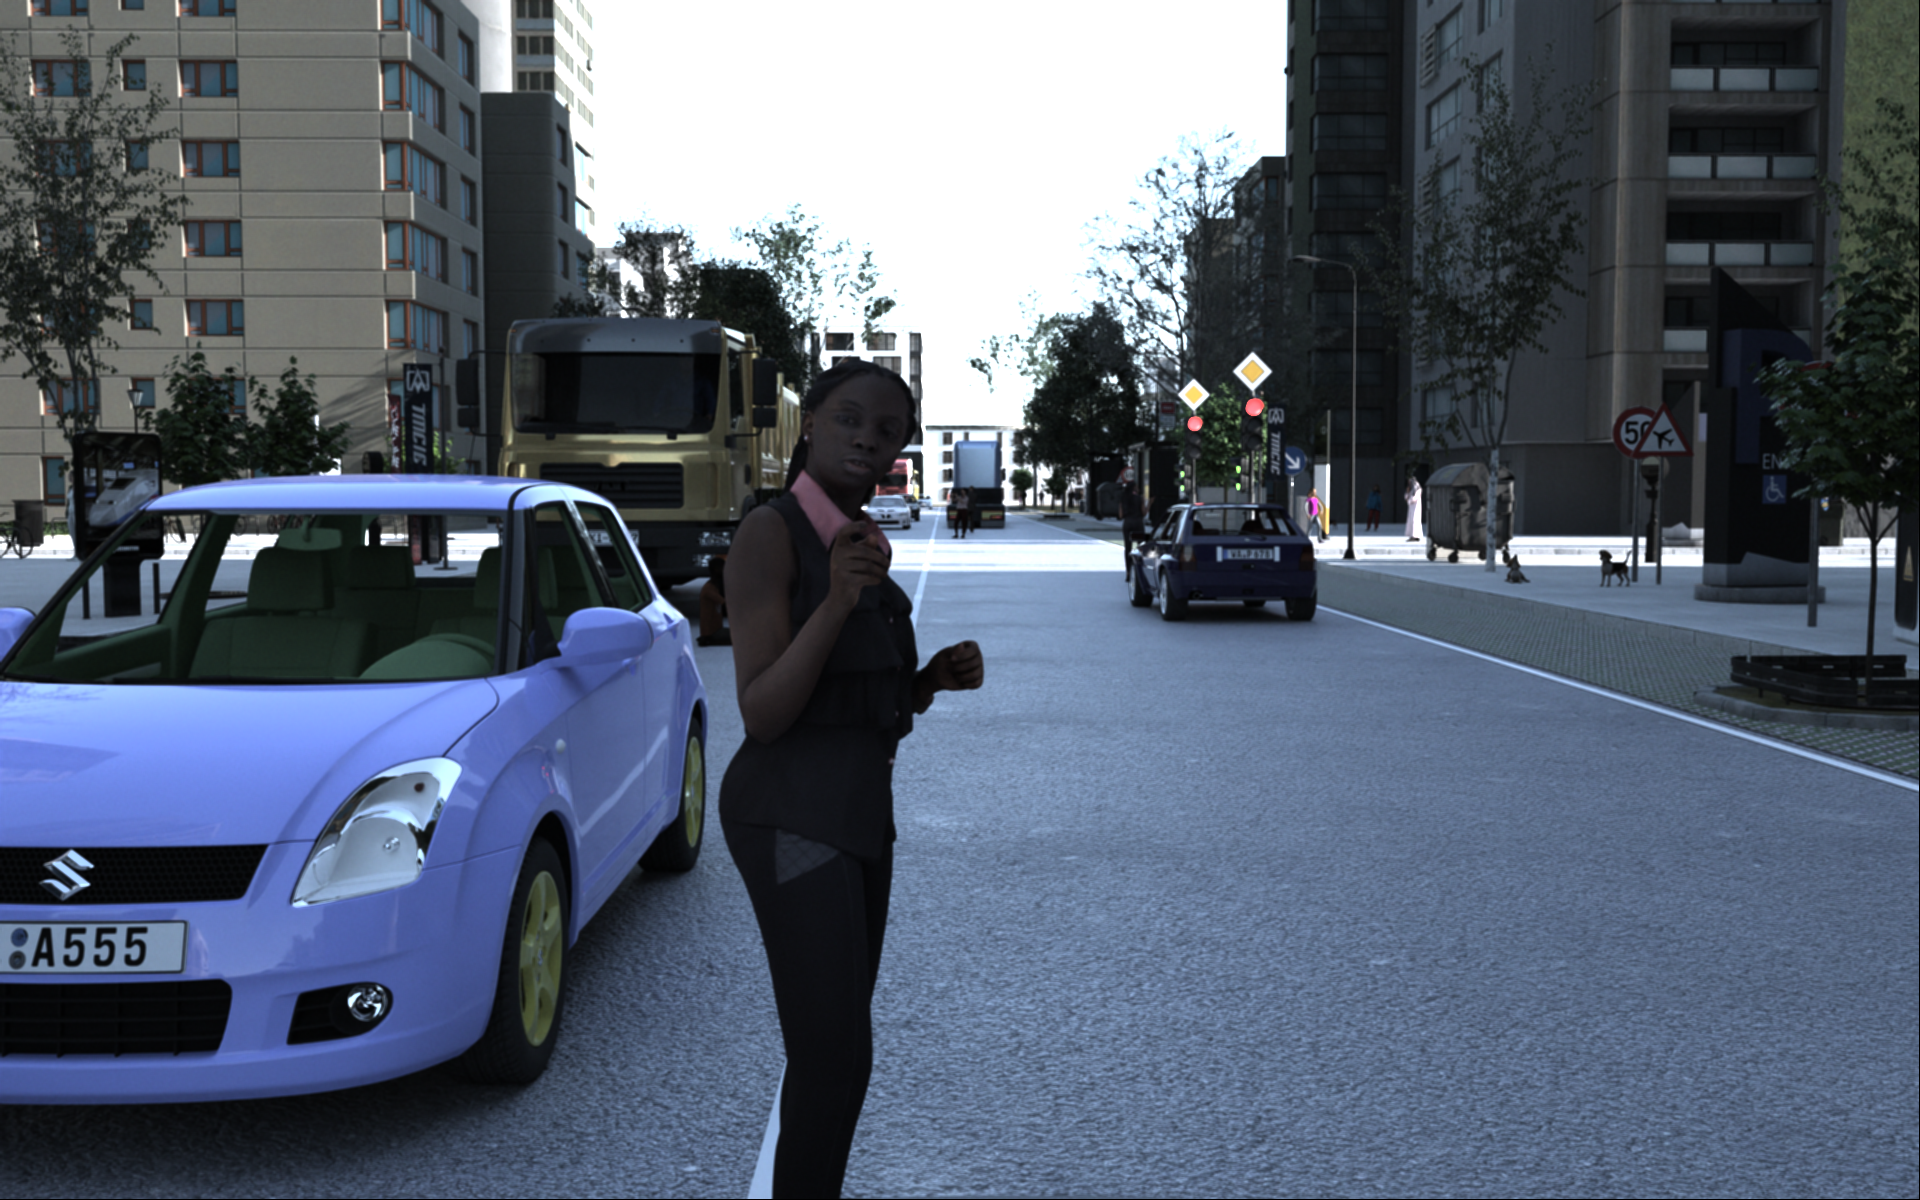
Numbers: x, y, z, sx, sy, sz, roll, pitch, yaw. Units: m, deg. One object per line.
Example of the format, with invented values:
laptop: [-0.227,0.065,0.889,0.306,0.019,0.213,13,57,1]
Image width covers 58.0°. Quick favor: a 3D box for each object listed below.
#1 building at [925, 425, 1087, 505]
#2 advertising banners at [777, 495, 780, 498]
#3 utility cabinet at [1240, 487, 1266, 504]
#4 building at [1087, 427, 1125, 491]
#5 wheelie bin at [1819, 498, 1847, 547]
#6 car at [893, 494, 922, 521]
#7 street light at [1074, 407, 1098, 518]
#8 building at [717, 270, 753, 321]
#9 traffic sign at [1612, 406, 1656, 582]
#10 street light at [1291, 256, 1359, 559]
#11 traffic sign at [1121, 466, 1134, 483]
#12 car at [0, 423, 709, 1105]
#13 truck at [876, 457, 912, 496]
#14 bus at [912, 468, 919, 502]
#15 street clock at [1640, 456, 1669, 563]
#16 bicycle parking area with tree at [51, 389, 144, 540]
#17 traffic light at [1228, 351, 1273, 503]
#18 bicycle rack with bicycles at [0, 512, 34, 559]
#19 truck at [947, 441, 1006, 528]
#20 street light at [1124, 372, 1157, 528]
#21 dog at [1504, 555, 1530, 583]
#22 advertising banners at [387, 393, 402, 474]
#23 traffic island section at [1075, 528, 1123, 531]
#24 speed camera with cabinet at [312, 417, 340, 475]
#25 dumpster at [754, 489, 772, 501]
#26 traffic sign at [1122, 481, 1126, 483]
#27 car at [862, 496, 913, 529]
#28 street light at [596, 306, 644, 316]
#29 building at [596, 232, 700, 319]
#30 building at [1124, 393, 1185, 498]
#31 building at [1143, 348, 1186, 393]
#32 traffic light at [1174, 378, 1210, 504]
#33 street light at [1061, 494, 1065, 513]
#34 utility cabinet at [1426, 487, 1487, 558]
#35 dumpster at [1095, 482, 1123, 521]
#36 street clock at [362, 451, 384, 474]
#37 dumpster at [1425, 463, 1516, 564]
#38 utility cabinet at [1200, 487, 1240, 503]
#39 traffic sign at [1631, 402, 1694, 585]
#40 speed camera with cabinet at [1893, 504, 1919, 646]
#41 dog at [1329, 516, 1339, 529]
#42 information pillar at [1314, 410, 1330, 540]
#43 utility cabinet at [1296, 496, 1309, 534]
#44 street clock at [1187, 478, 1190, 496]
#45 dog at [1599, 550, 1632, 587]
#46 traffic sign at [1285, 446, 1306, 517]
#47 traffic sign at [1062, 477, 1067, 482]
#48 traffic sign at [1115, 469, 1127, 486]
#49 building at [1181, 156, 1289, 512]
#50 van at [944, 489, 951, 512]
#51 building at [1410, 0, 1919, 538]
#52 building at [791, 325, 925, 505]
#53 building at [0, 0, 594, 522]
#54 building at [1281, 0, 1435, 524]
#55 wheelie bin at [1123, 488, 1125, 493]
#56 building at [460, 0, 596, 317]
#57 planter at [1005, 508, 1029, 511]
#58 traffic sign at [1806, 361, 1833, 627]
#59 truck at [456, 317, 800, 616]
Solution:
building: [9.718,-16.626,213.985,28.070,9.664,9.099,0,4,-1]
advertising banners: [-10.248,-6.125,96.337,2.074,3.025,0.090,0,4,4]
utility cabinet: [9.734,-3.042,58.419,1.173,1.500,0.318,1,4,10]
building: [18.566,-14.035,171.625,9.099,9.664,28.070,0,4,-1]
wheelie bin: [21.392,-2.114,42.479,0.693,1.594,0.980,2,4,31]
car: [-3.031,-5.084,92.914,2.009,1.686,4.222,0,4,-2]
street light: [6.730,-7.310,92.057,1.470,5.913,1.316,0,4,-1]
building: [-34.964,-20.008,171.104,32.646,21.610,27.936,0,4,-1]
traffic sign: [9.850,-1.535,25.207,0.768,2.556,0.104,0,4,3]
street light: [7.155,-3.756,33.959,1.470,5.913,1.316,0,4,-1]
traffic sign: [7.785,-4.863,79.623,0.768,2.556,0.104,1,4,8]
car: [-1.842,0.261,5.328,1.945,1.707,3.694,0,4,0]
truck: [-4.997,-8.737,131.758,2.839,4.237,11.283,0,4,0]
bus: [-5.093,-9.933,153.955,2.896,3.916,12.252,0,4,0]
street clock: [12.956,-1.699,32.353,0.358,2.002,0.471,-2,4,-30]
bicycle parking area with tree: [-20.936,-3.823,49.508,8.231,4.147,9.016,-3,5,-40]
traffic light: [5.736,-2.771,34.229,0.839,4.253,0.868,0,4,-1]
bicycle rack with bicycles: [-19.547,-1.254,33.893,2.852,0.926,2.925,2,4,28]
truck: [0.778,-5.592,81.188,2.967,4.110,18.799,0,4,1]
street light: [6.948,-5.725,66.142,1.470,5.913,1.316,0,4,-1]
dog: [8.153,-0.456,25.185,0.748,0.427,0.550,-2,4,-30]
advertising banners: [-9.801,-2.136,31.119,0.090,3.025,2.074,0,4,7]
traffic island section: [5.461,-2.699,66.992,1.991,0.108,1.994,0,4,-1]
speed camera with cabinet: [-15.184,-2.929,42.224,0.660,3.252,2.038,-3,5,-45]
dumpster: [-10.662,-5.473,91.977,1.502,2.255,1.985,0,4,-1]
traffic sign: [8.518,-5.278,86.296,0.884,2.594,0.081,0,4,4]
car: [-2.992,-3.635,71.801,2.083,1.381,4.827,0,4,0]
street light: [-8.506,-4.307,42.968,1.470,5.913,1.316,0,4,-1]
building: [-26.534,-16.308,123.048,16.016,20.091,11.380,0,4,-1]
building: [19.870,-12.304,143.319,9.099,9.664,28.070,0,4,-1]
building: [29.407,-22.083,217.476,11.380,20.091,16.016,0,4,-1]
traffic light: [5.658,-3.260,42.214,0.839,4.253,0.868,0,4,-1]
street light: [6.462,-8.858,117.372,1.470,5.913,1.316,0,4,-1]
utility cabinet: [9.830,-1.562,34.213,1.173,1.500,0.318,-1,4,-9]
dumpster: [7.245,-4.761,83.603,1.264,1.857,1.865,0,4,-1]
street clock: [-9.977,-1.523,29.478,0.358,2.002,0.471,-2,4,-34]
dumpster: [9.605,-1.642,32.602,1.264,1.857,1.865,0,4,-1]
utility cabinet: [8.334,-2.883,55.816,1.173,1.500,0.318,1,4,20]
traffic sign: [9.912,-1.498,24.503,0.884,2.594,0.081,0,3,0]
speed camera with cabinet: [8.249,-1.213,14.169,0.660,3.252,2.038,1,4,15]
dog: [13.434,-2.812,62.801,0.540,0.507,0.406,0,4,-2]
information pillar: [10.183,-3.508,48.702,0.183,3.616,0.504,-3,4,-38]
utility cabinet: [9.917,-2.379,50.058,0.306,1.237,1.020,0,4,6]
street clock: [9.026,-3.867,67.800,0.471,2.002,0.358,1,4,11]
dog: [9.102,-0.442,24.059,0.406,0.507,0.540,1,4,23]
traffic sign: [8.870,-2.832,46.401,0.768,2.556,0.104,0,4,4]
traffic sign: [6.865,-7.132,116.341,0.795,2.593,0.064,0,4,0]
traffic sign: [8.546,-5.584,91.297,0.884,2.594,0.081,0,4,2]
building: [29.069,-15.798,103.335,27.650,21.520,28.899,0,4,-1]
van: [-0.255,-7.935,136.756,2.013,2.044,4.112,0,4,-1]
building: [23.586,-22.789,56.191,14.086,41.232,14.154,0,4,-1]
building: [-20.992,-23.203,223.338,32.646,21.610,27.936,0,4,-1]
building: [-31.384,-13.715,69.274,27.650,21.520,28.899,0,4,-1]
building: [22.207,-18.939,81.362,14.160,30.474,14.107,0,4,-1]
wheelie bin: [8.767,-4.960,89.006,0.980,1.594,0.693,-1,4,-22]
building: [-35.146,-25.148,103.050,32.217,40.220,23.993,0,4,-1]
planter: [4.718,-7.523,144.138,1.991,0.319,1.994,0,4,-1]
traffic sign: [8.249,-1.014,16.688,0.768,2.556,0.104,1,4,9]
truck: [-3.737,-1.619,22.395,3.469,3.379,9.791,0,4,0]
